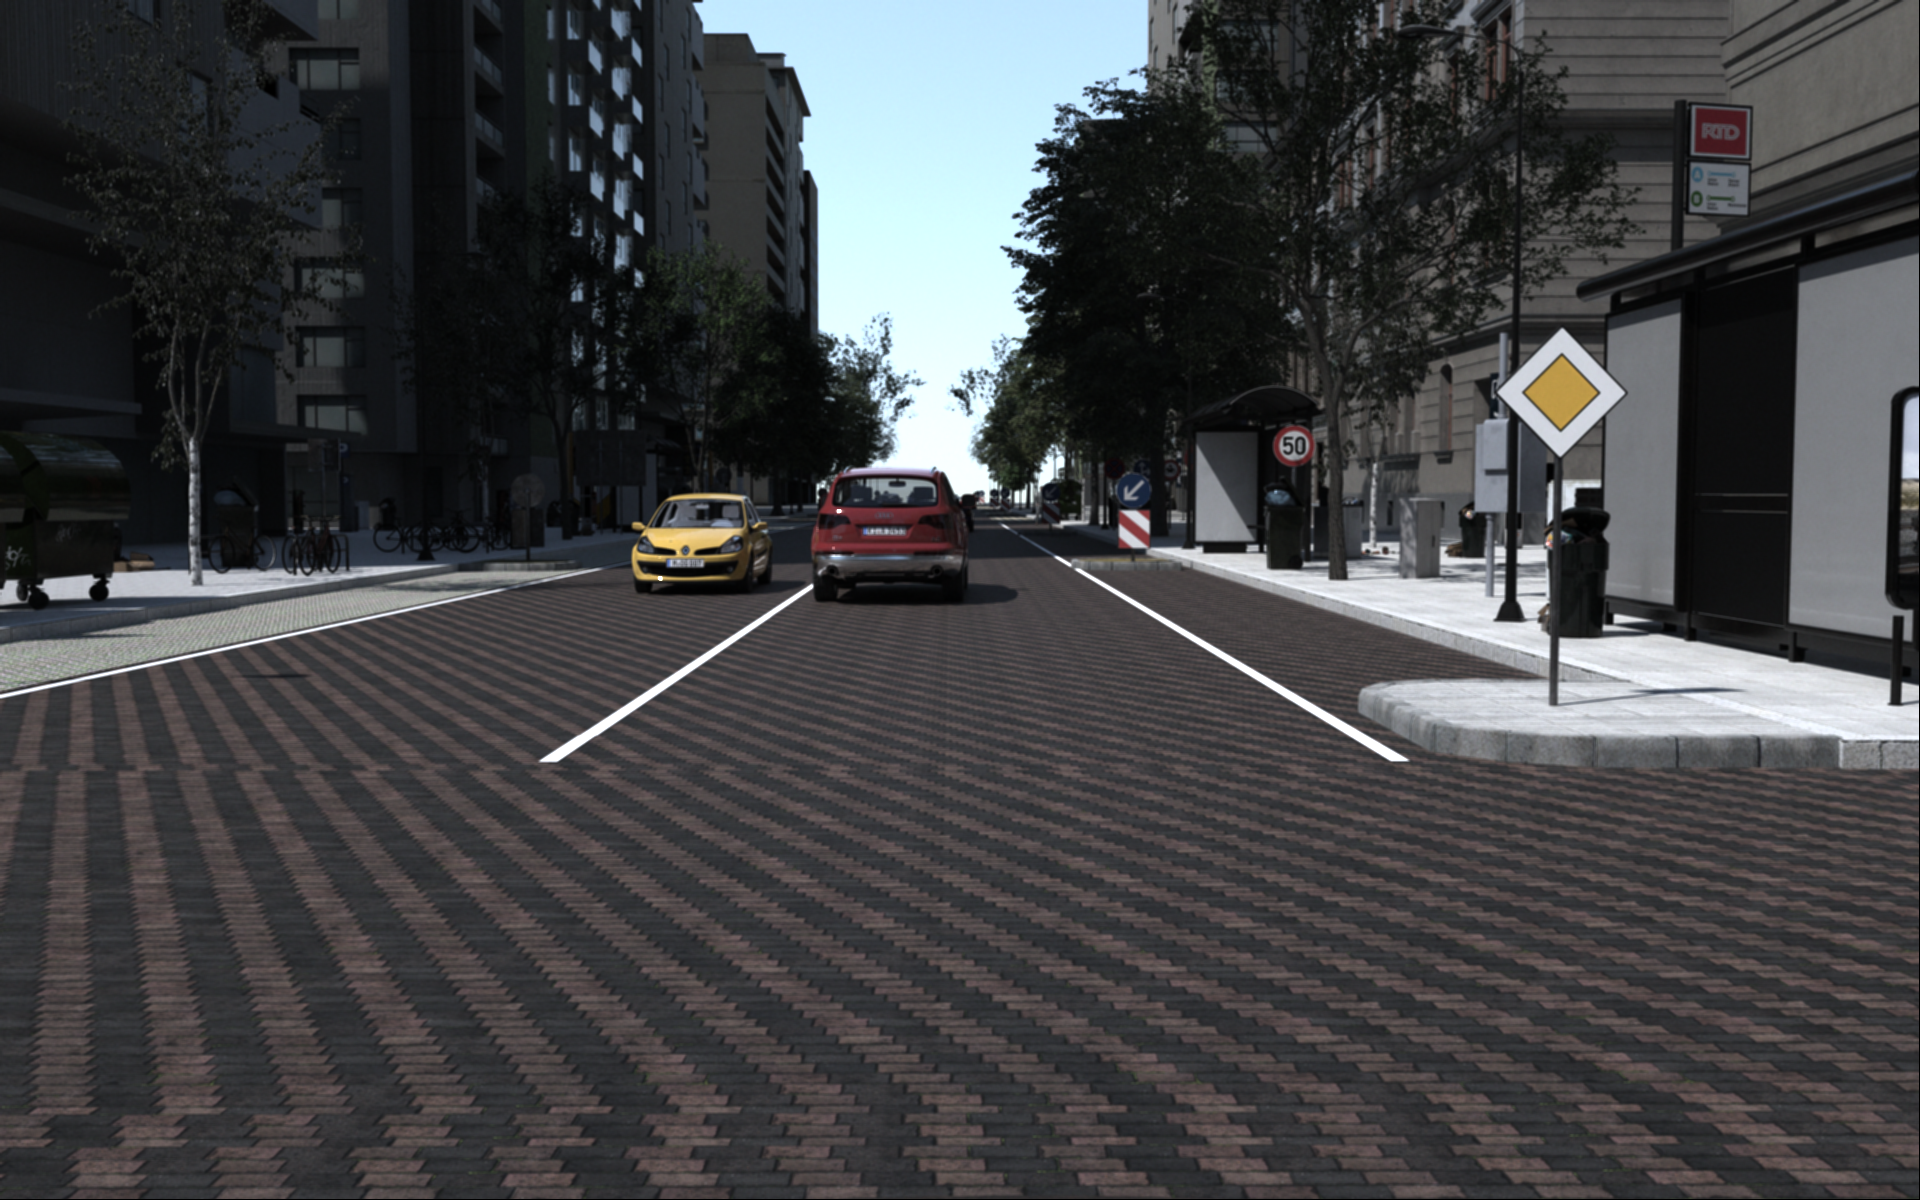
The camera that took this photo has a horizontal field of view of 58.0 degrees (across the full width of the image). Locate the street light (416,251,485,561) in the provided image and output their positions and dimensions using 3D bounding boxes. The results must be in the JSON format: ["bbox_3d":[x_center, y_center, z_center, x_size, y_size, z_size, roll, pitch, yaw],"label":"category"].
[{"bbox_3d":[-9.774,-3.714,33.266,1.470,5.913,1.316,0,4,0],"label":"street light"}]

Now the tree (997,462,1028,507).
[{"bbox_3d":[5.436,-11.575,172.963,4.285,4.588,4.351,0,3,0],"label":"tree"}]

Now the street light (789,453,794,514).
[{"bbox_3d":[-10.190,-8.418,110.181,1.470,5.913,1.316,0,4,0],"label":"street light"}]

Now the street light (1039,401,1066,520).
[{"bbox_3d":[4.714,-6.912,85.552,1.470,5.913,1.316,0,4,0],"label":"street light"}]

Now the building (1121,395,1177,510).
[{"bbox_3d":[29.538,-27.499,141.483,32.217,40.220,23.993,0,4,0],"label":"building"}]

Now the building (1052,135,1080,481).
[{"bbox_3d":[24.510,-37.302,229.491,23.786,49.044,30.456,0,4,0],"label":"building"}]

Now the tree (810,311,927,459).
[{"bbox_3d":[-9.821,-19.747,178.745,12.611,20.169,13.585,0,3,0],"label":"tree"}]

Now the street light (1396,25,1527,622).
[{"bbox_3d":[5.023,-2.740,17.335,1.470,5.913,1.316,0,4,0],"label":"street light"}]

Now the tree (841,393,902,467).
[{"bbox_3d":[-11.282,-17.978,204.314,12.009,13.543,11.850,0,3,0],"label":"tree"}]

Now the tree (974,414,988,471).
[{"bbox_3d":[5.274,-16.349,185.437,7.486,12.596,7.792,0,3,0],"label":"tree"}]

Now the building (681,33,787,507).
[{"bbox_3d":[-30.473,-34.458,187.091,21.300,48.544,21.600,0,4,0],"label":"building"}]

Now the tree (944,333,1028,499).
[{"bbox_3d":[4.330,-21.440,206.436,12.611,20.169,13.585,0,3,0],"label":"tree"}]

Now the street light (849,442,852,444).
[{"bbox_3d":[-10.373,-11.213,155.874,1.470,5.913,1.316,0,4,0],"label":"street light"}]

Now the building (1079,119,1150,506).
[{"bbox_3d":[20.125,-31.104,192.152,14.154,41.232,14.086,0,4,0],"label":"building"}]

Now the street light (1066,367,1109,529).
[{"bbox_3d":[4.724,-5.516,62.720,1.470,5.913,1.316,0,4,0],"label":"street light"}]

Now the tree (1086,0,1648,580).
[{"bbox_3d":[5.769,-5.596,25.905,8.767,10.594,7.601,1,4,15],"label":"tree"}]

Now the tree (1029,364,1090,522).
[{"bbox_3d":[5.536,-7.916,79.793,4.360,8.622,3.978,0,3,0],"label":"tree"}]

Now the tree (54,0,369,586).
[{"bbox_3d":[-10.586,-4.518,24.234,4.360,8.622,3.978,0,3,0],"label":"tree"}]

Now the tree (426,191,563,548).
[{"bbox_3d":[-11.606,-5.559,41.255,4.360,8.622,3.978,0,3,0],"label":"tree"}]

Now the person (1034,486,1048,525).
[{"bbox_3d":[3.775,-4.421,80.885,0.635,1.810,0.391,-1,4,-13],"label":"person"}]

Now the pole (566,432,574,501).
[{"bbox_3d":[-12.882,-3.876,57.223,0.158,3.312,0.155,0,3,0],"label":"pole"}]

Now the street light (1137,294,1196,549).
[{"bbox_3d":[4.800,-4.144,40.288,1.470,5.913,1.316,0,4,0],"label":"street light"}]

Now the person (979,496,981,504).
[{"bbox_3d":[2.603,-13.490,232.277,0.599,1.433,0.991,1,4,20],"label":"person"}]

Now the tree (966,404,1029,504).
[{"bbox_3d":[5.176,-19.510,229.361,12.009,13.543,11.850,0,3,0],"label":"tree"}]

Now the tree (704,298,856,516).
[{"bbox_3d":[-10.827,-11.264,101.180,9.611,12.733,9.660,0,3,0],"label":"tree"}]

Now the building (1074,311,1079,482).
[{"bbox_3d":[20.619,-26.645,207.347,14.160,30.474,14.107,0,4,0],"label":"building"}]

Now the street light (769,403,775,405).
[{"bbox_3d":[-10.023,-7.046,87.749,1.470,5.913,1.316,0,4,0],"label":"street light"}]

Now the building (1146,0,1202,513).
[{"bbox_3d":[27.255,-32.150,114.886,28.713,52.752,27.495,0,4,0],"label":"building"}]

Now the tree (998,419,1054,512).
[{"bbox_3d":[5.675,-11.986,146.331,4.737,8.622,4.395,0,3,0],"label":"tree"}]

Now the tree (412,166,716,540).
[{"bbox_3d":[-11.123,-6.997,48.807,8.767,10.594,7.601,-1,4,-14],"label":"tree"}]

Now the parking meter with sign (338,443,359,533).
[{"bbox_3d":[-20.665,-3.801,58.413,0.543,3.016,1.738,-1,4,-9],"label":"parking meter with sign"}]

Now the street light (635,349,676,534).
[{"bbox_3d":[-9.751,-5.086,55.700,1.470,5.913,1.316,0,4,0],"label":"street light"}]

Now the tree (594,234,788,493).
[{"bbox_3d":[-10.770,-8.869,70.771,9.928,11.665,9.643,0,3,0],"label":"tree"}]

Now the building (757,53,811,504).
[{"bbox_3d":[-33.389,-38.105,212.250,28.713,52.752,27.495,0,4,0],"label":"building"}]

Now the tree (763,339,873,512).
[{"bbox_3d":[-11.083,-12.604,124.198,7.486,12.596,7.792,0,3,0],"label":"tree"}]

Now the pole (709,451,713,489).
[{"bbox_3d":[-11.833,-5.413,82.339,0.158,3.312,0.155,0,3,0],"label":"pole"}]

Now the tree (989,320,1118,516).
[{"bbox_3d":[6.235,-10.616,99.333,9.928,11.665,9.643,0,3,0],"label":"tree"}]

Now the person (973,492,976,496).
[{"bbox_3d":[1.951,-13.495,229.958,1.217,1.723,0.721,1,4,17],"label":"person"}]

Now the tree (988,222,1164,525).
[{"bbox_3d":[5.411,-9.373,71.367,7.486,12.596,7.792,0,3,0],"label":"tree"}]

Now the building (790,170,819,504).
[{"bbox_3d":[-26.487,-35.671,233.324,14.600,45.320,14.200,0,4,0],"label":"building"}]

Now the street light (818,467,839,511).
[{"bbox_3d":[-10.242,-9.841,133.442,1.470,5.913,1.316,0,4,0],"label":"street light"}]

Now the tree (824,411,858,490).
[{"bbox_3d":[-10.741,-11.955,145.826,4.360,8.622,3.978,0,3,0],"label":"tree"}]

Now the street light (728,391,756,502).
[{"bbox_3d":[-9.896,-6.458,78.132,1.470,5.913,1.316,0,4,0],"label":"street light"}]

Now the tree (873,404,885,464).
[{"bbox_3d":[-10.523,-14.922,162.093,7.486,12.596,7.792,0,3,0],"label":"tree"}]

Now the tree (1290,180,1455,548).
[{"bbox_3d":[9.876,-5.563,41.316,4.360,8.622,3.978,0,3,0],"label":"tree"}]

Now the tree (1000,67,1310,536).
[{"bbox_3d":[6.108,-8.910,52.337,9.857,13.997,8.962,0,3,0],"label":"tree"}]
